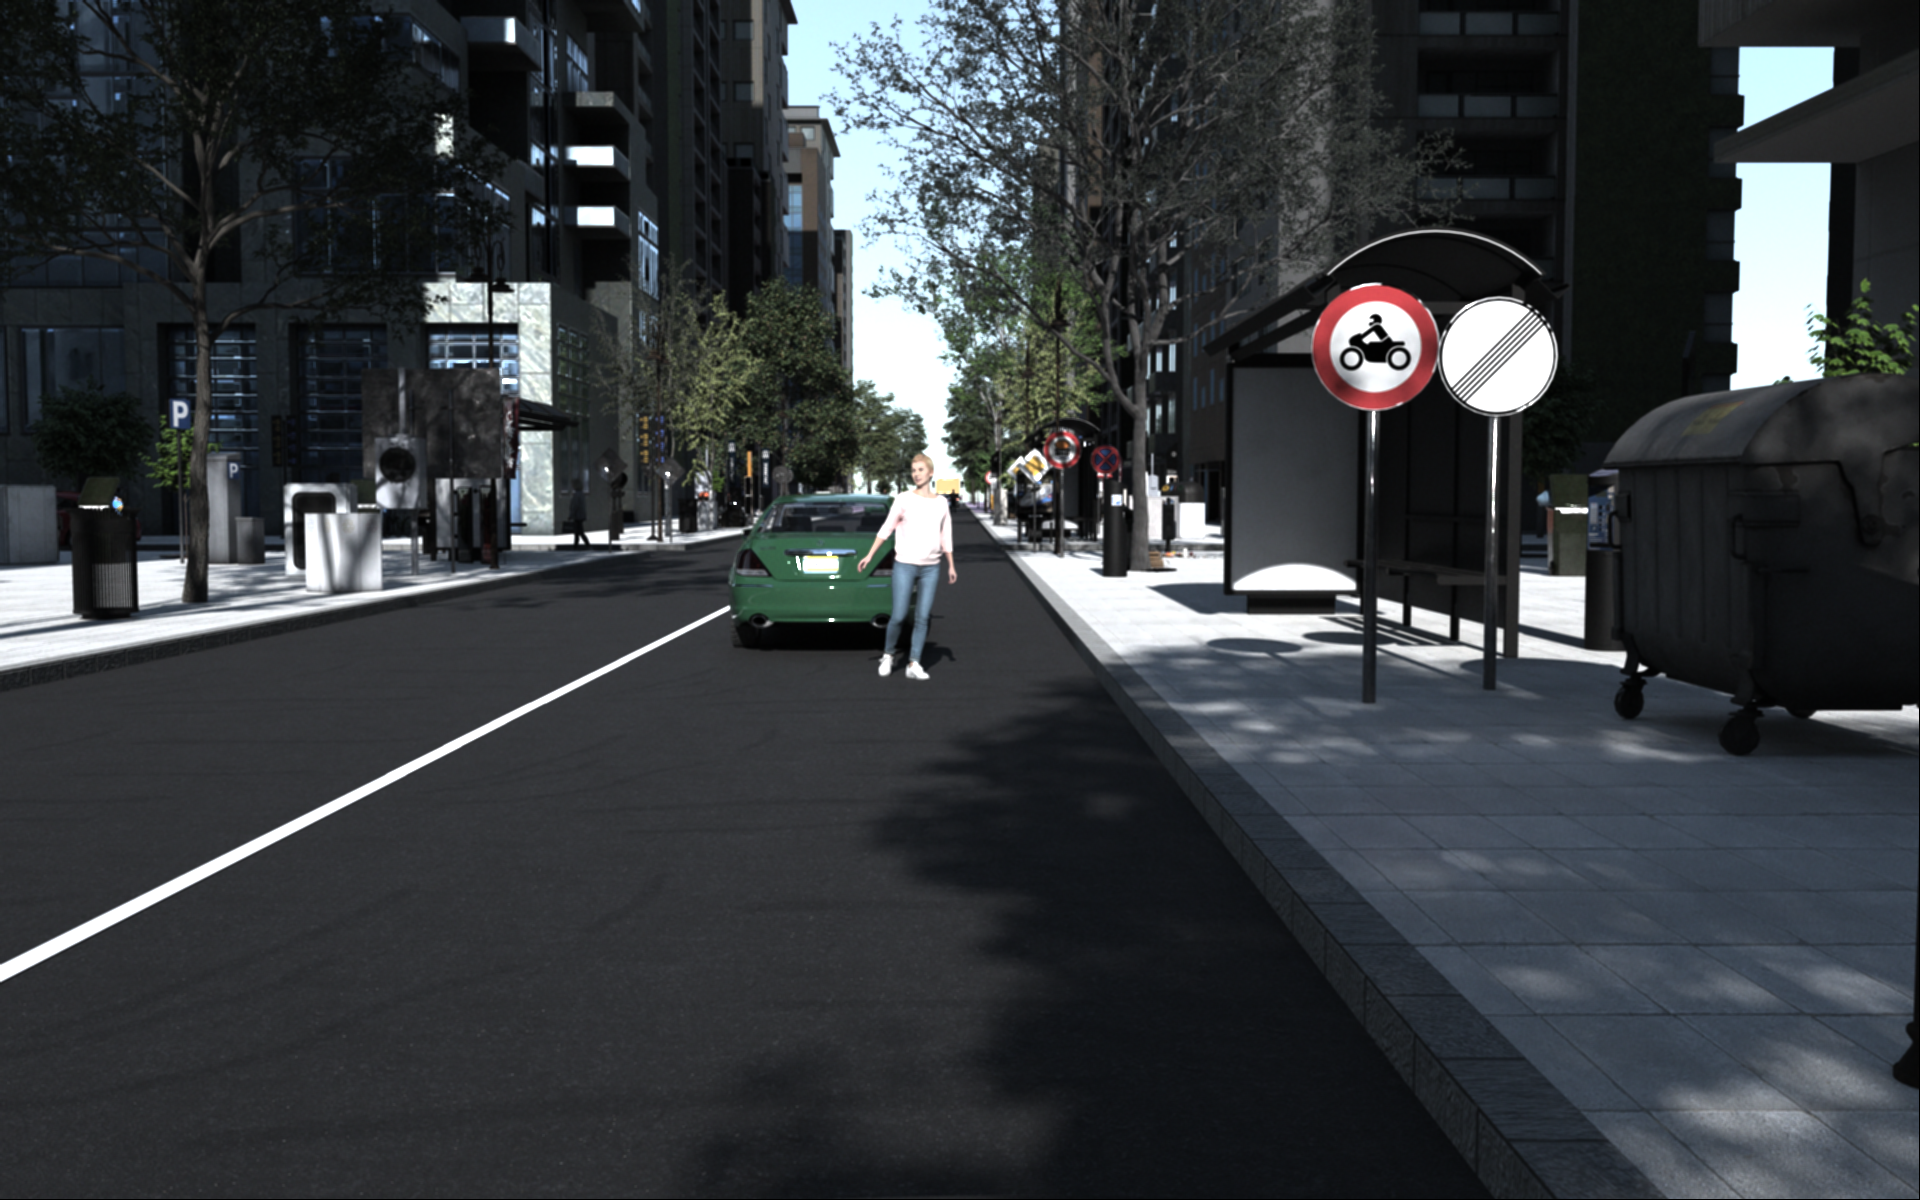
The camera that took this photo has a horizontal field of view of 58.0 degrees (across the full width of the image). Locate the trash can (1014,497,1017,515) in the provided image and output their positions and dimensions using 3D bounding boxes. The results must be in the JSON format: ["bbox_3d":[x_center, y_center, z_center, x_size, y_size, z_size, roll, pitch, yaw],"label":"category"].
[{"bbox_3d":[3.419,-5.360,99.286,0.748,1.137,0.748,0,3,0],"label":"trash can"}]

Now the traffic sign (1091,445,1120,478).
[{"bbox_3d":[3.752,-2.727,44.696,0.768,2.556,0.104,0,4,7],"label":"traffic sign"}]

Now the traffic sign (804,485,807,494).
[{"bbox_3d":[-9.852,-6.771,110.811,0.768,2.556,0.104,0,4,8],"label":"traffic sign"}]

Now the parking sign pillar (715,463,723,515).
[{"bbox_3d":[-14.527,-7.041,103.598,1.447,3.967,1.447,1,4,10],"label":"parking sign pillar"}]

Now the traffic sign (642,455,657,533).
[{"bbox_3d":[-10.087,-3.474,56.912,0.768,2.556,0.104,0,4,5],"label":"traffic sign"}]

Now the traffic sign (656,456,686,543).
[{"bbox_3d":[-7.596,-2.559,45.474,0.795,2.450,0.064,0,3,0],"label":"traffic sign"}]

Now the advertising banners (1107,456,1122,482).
[{"bbox_3d":[7.224,-5.172,80.749,0.090,3.025,2.074,-1,4,-11],"label":"advertising banners"}]

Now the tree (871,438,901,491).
[{"bbox_3d":[-9.152,-15.874,209.895,4.360,8.622,3.978,0,3,0],"label":"tree"}]

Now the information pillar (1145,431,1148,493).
[{"bbox_3d":[6.902,-4.471,64.450,0.183,3.616,0.504,0,4,-3],"label":"information pillar"}]

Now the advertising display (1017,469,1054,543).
[{"bbox_3d":[1.967,-2.450,45.269,0.974,1.923,0.123,0,4,0],"label":"advertising display"}]

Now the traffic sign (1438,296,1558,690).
[{"bbox_3d":[3.475,-0.684,11.290,0.768,2.556,0.104,0,4,1],"label":"traffic sign"}]

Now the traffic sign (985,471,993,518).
[{"bbox_3d":[1.732,-5.716,93.558,0.768,2.556,0.104,0,4,5],"label":"traffic sign"}]

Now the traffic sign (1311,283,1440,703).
[{"bbox_3d":[2.515,-0.640,10.572,0.768,2.556,0.104,0,4,5],"label":"traffic sign"}]

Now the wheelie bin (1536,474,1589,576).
[{"bbox_3d":[9.551,-1.181,27.218,0.980,1.594,0.693,1,4,8],"label":"wheelie bin"}]

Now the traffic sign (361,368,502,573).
[{"bbox_3d":[-8.576,-2.095,28.122,2.265,3.308,0.079,0,4,1],"label":"traffic sign"}]

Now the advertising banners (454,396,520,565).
[{"bbox_3d":[-8.633,-2.166,31.610,2.074,3.025,0.090,3,5,41],"label":"advertising banners"}]

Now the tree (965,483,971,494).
[{"bbox_3d":[1.522,-15.554,248.901,1.663,3.219,1.824,0,3,0],"label":"tree"}]

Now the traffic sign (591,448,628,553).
[{"bbox_3d":[-7.579,-2.070,37.489,0.795,2.450,0.064,0,3,0],"label":"traffic sign"}]

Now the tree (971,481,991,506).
[{"bbox_3d":[2.668,-12.138,193.054,1.663,3.219,1.824,0,3,0],"label":"tree"}]

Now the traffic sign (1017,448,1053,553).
[{"bbox_3d":[1.615,-2.070,37.488,0.795,2.450,0.064,0,3,0],"label":"traffic sign"}]

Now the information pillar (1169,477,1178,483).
[{"bbox_3d":[8.980,-4.190,72.995,0.304,2.012,0.304,2,4,30],"label":"information pillar"}]

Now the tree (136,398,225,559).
[{"bbox_3d":[-15.678,-2.456,34.752,1.663,3.219,1.824,0,3,0],"label":"tree"}]

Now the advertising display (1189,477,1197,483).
[{"bbox_3d":[8.623,-3.608,64.204,0.123,1.923,0.974,0,4,-2],"label":"advertising display"}]

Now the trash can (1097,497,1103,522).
[{"bbox_3d":[6.062,-4.028,77.514,0.748,1.137,0.748,0,3,0],"label":"trash can"}]

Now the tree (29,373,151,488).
[{"bbox_3d":[-23.605,-3.877,47.097,4.285,4.588,4.351,0,3,0],"label":"tree"}]

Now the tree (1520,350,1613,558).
[{"bbox_3d":[11.585,-3.168,35.514,4.285,4.588,4.351,0,3,0],"label":"tree"}]

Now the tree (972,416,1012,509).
[{"bbox_3d":[2.935,-13.609,172.864,4.360,8.622,3.978,0,3,0],"label":"tree"}]

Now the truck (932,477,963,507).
[{"bbox_3d":[-1.352,-11.942,191.181,3.469,3.379,9.791,0,4,-1],"label":"truck"}]

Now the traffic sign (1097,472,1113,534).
[{"bbox_3d":[4.425,-3.380,55.259,0.884,2.594,0.081,0,4,4],"label":"traffic sign"}]

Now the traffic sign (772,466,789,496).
[{"bbox_3d":[-8.028,-4.727,77.385,0.768,2.556,0.104,0,4,6],"label":"traffic sign"}]

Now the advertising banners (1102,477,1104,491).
[{"bbox_3d":[8.786,-7.104,112.339,2.074,3.025,0.090,-1,4,-22],"label":"advertising banners"}]

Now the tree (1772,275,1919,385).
[{"bbox_3d":[8.092,-1.271,15.379,1.663,3.219,1.824,0,3,0],"label":"tree"}]

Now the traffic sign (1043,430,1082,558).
[{"bbox_3d":[2.053,-2.121,34.791,0.768,2.556,0.104,0,4,2],"label":"traffic sign"}]

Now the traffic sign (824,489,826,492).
[{"bbox_3d":[-9.358,-7.337,120.058,0.768,2.556,0.104,0,4,5],"label":"traffic sign"}]

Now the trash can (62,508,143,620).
[{"bbox_3d":[-8.808,-0.378,17.838,0.748,1.137,0.748,0,3,0],"label":"trash can"}]

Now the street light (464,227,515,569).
[{"bbox_3d":[-7.979,-3.470,29.515,0.468,5.910,1.993,0,3,0],"label":"street light"}]

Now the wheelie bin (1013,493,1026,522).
[{"bbox_3d":[2.920,-4.342,78.902,0.980,1.594,0.693,0,4,8],"label":"wheelie bin"}]

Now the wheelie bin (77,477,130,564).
[{"bbox_3d":[-15.823,-1.473,31.988,0.980,1.594,0.693,0,4,7],"label":"wheelie bin"}]

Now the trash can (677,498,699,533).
[{"bbox_3d":[-8.941,-2.771,56.961,0.748,1.137,0.748,0,3,0],"label":"trash can"}]

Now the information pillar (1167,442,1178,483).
[{"bbox_3d":[9.516,-5.278,77.647,0.504,3.616,0.183,1,4,19],"label":"information pillar"}]

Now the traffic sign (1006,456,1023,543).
[{"bbox_3d":[1.599,-2.558,45.473,0.795,2.450,0.064,0,3,0],"label":"traffic sign"}]

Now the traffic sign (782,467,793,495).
[{"bbox_3d":[-8.276,-5.012,82.049,0.768,2.556,0.104,0,4,2],"label":"traffic sign"}]

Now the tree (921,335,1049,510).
[{"bbox_3d":[2.669,-14.145,137.921,9.857,13.997,8.962,0,3,0],"label":"tree"}]

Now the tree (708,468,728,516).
[{"bbox_3d":[-14.021,-6.414,99.475,1.663,3.219,1.824,0,3,0],"label":"tree"}]

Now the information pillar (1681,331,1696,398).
[{"bbox_3d":[10.414,-2.047,24.823,0.183,3.616,0.504,2,4,34],"label":"information pillar"}]

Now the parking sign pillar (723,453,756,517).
[{"bbox_3d":[-12.075,-6.602,96.416,1.447,3.967,1.447,-2,4,-31],"label":"parking sign pillar"}]

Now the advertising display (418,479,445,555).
[{"bbox_3d":[-11.328,-1.943,36.989,0.123,1.923,0.974,2,4,24],"label":"advertising display"}]

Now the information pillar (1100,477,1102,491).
[{"bbox_3d":[9.786,-7.778,118.528,0.504,3.616,0.183,1,4,19],"label":"information pillar"}]

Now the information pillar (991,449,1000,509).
[{"bbox_3d":[1.836,-5.996,89.392,0.504,3.616,0.183,0,4,-3],"label":"information pillar"}]

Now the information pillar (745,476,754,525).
[{"bbox_3d":[-8.711,-4.102,71.562,0.304,2.012,0.304,0,4,6],"label":"information pillar"}]

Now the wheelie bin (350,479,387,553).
[{"bbox_3d":[-12.778,-1.793,37.218,0.980,1.594,0.693,-1,4,-14],"label":"wheelie bin"}]
